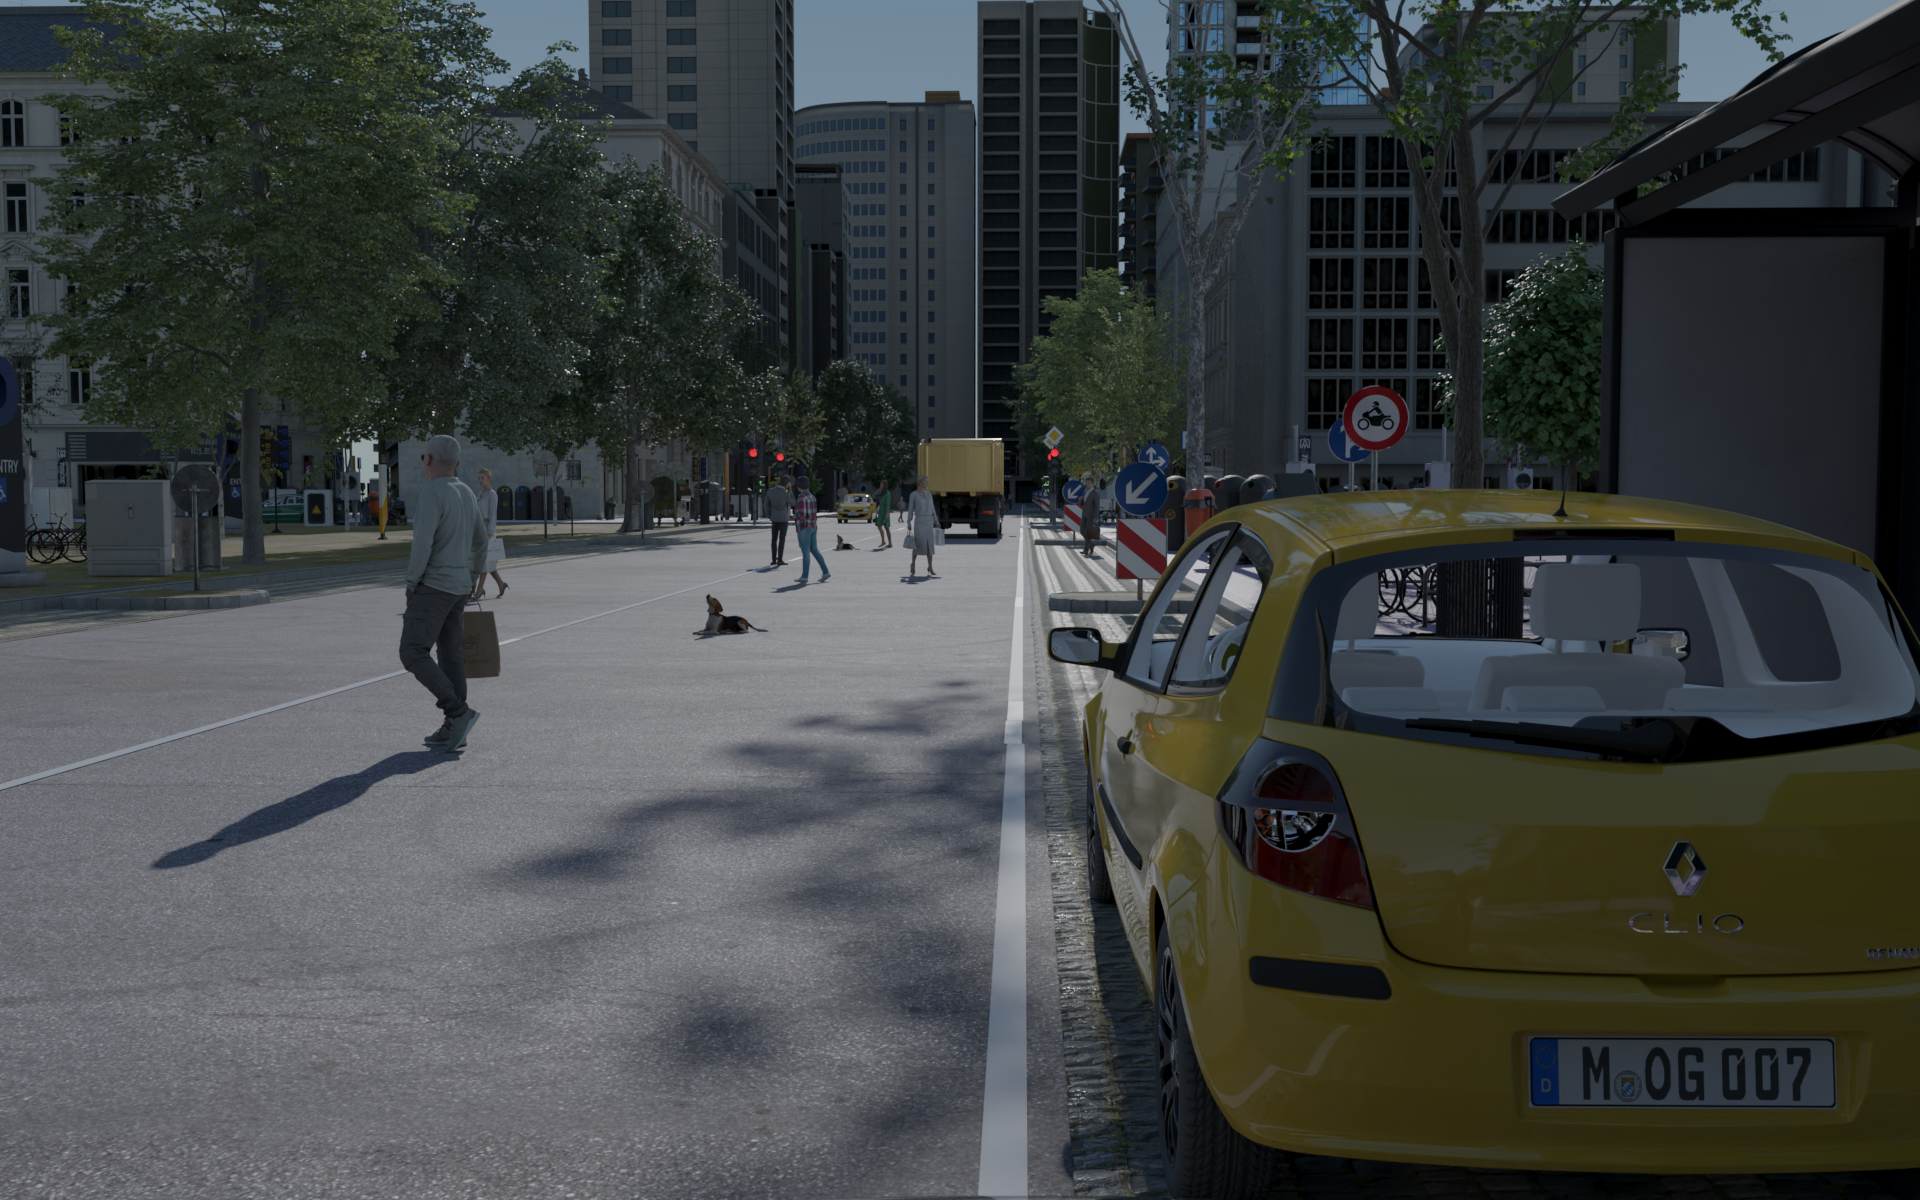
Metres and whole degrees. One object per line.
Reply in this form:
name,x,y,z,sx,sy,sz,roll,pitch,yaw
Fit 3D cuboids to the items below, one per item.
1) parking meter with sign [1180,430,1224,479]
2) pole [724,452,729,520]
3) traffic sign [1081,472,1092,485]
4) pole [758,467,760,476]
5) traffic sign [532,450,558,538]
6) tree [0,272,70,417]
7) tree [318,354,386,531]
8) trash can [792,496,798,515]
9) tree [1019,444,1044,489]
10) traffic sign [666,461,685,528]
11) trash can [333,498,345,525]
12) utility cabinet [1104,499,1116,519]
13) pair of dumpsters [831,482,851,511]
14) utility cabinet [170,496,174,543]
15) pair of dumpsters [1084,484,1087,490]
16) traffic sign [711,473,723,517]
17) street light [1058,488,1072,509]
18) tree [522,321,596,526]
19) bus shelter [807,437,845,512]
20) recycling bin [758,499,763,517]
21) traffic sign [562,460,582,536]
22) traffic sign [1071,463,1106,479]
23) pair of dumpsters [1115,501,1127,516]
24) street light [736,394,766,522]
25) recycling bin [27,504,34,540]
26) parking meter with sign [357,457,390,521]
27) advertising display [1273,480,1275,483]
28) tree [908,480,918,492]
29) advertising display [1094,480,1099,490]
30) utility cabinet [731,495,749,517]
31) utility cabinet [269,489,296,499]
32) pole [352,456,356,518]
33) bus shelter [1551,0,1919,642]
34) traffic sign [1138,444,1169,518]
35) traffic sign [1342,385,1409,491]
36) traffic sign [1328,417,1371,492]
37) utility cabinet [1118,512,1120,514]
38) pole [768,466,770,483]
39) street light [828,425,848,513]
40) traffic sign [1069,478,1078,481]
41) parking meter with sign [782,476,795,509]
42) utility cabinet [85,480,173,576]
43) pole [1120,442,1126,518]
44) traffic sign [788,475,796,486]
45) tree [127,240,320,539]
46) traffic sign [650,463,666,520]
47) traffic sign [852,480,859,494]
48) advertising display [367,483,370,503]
parking meter with sign,6.877,-3.136,47.537,1.738,3.016,0.543,-2,4,-34
pole,-11.410,-5.561,84.763,0.158,3.312,0.155,0,3,0
traffic sign,7.237,-6.000,98.202,0.768,2.556,0.104,0,4,8
pole,-15.225,-8.380,130.860,0.158,3.312,0.155,0,3,0
traffic sign,-11.985,-3.054,50.037,0.768,2.556,0.104,0,4,8
tree,-31.240,-6.440,55.649,4.360,8.622,3.978,0,3,0
tree,-21.513,-6.707,60.024,4.737,8.622,4.395,0,3,0
trash can,-9.936,-5.746,105.597,0.748,1.137,0.748,0,3,0
tree,12.521,-18.943,226.729,9.611,12.733,9.660,0,3,0
traffic sign,-10.920,-4.052,66.359,0.768,2.556,0.104,1,4,11
trash can,-25.467,-3.644,71.230,0.748,1.137,0.748,0,3,0
utility cabinet,7.242,-4.761,86.520,1.173,1.500,0.318,-3,5,-40
pair of dumpsters,-9.308,-7.977,132.921,1.574,2.255,4.437,0,4,2
utility cabinet,-20.823,-2.092,45.364,0.306,1.237,1.020,-2,4,-33
pair of dumpsters,7.661,-6.021,100.942,1.574,2.255,4.437,0,4,2
traffic sign,-11.937,-5.080,85.188,0.606,2.300,0.079,0,4,6
street light,6.954,-8.791,116.276,1.470,5.913,1.316,0,4,2
tree,-16.230,-7.267,69.170,4.360,8.622,3.978,0,3,0
bus shelter,-9.861,-9.050,125.597,2.179,5.291,8.768,0,4,2
recycling bin,-10.678,-5.075,95.531,0.722,1.027,0.722,-3,5,-39
traffic sign,-11.717,-3.067,52.277,0.606,2.300,0.079,0,4,6
traffic sign,8.361,-7.262,112.602,2.265,3.308,0.079,0,4,8
pair of dumpsters,8.755,-5.704,95.751,1.574,2.255,4.437,0,4,2
street light,-9.632,-6.564,79.864,1.470,5.913,1.316,0,4,2
recycling bin,-26.348,-2.235,49.097,0.722,1.027,0.722,1,4,19
parking meter with sign,-27.698,-5.269,82.403,1.738,3.016,0.543,-1,4,-9
advertising display,14.824,-4.656,81.343,0.974,1.923,0.123,0,4,1
tree,-5.850,-14.389,229.858,1.663,3.219,1.824,0,3,0
advertising display,6.412,-4.692,81.936,0.123,1.923,0.974,-2,4,-30
utility cabinet,-12.166,-5.171,95.714,1.020,1.237,0.306,2,4,30
utility cabinet,-31.605,-4.414,80.846,1.173,1.500,0.318,0,4,7
pole,-32.171,-5.998,91.914,0.158,3.312,0.155,0,3,0
bus shelter,4.094,-0.777,6.633,2.014,3.302,5.546,0,4,2
traffic sign,4.897,-2.675,43.839,0.768,2.556,0.104,0,4,7
traffic sign,4.876,-1.241,20.392,0.768,2.556,0.104,0,4,6
traffic sign,6.308,-1.702,27.936,0.768,2.556,0.104,1,4,8
utility cabinet,11.363,-6.705,120.786,1.020,1.237,0.306,0,4,1
pole,-14.078,-8.194,127.819,0.158,3.312,0.155,0,3,0
street light,-8.278,-8.850,117.233,1.470,5.913,1.316,0,4,2
traffic sign,7.002,-6.395,106.689,0.606,2.300,0.079,0,4,2
parking meter with sign,-14.592,-9.336,148.902,1.738,3.016,0.543,-2,4,-30
utility cabinet,-12.934,-1.117,26.948,1.173,1.500,0.318,0,4,-3
pole,6.408,-4.547,68.194,0.158,3.312,0.155,0,3,0
traffic sign,-11.419,-7.109,116.338,0.768,2.556,0.104,0,4,8
tree,-20.837,-6.019,48.768,4.737,8.622,4.395,0,3,0
traffic sign,-12.199,-4.281,70.098,0.768,2.556,0.104,1,4,9
traffic sign,-9.386,-9.394,153.697,0.768,2.556,0.104,0,4,4
advertising display,-33.761,-5.763,99.435,0.123,1.923,0.974,0,4,6
